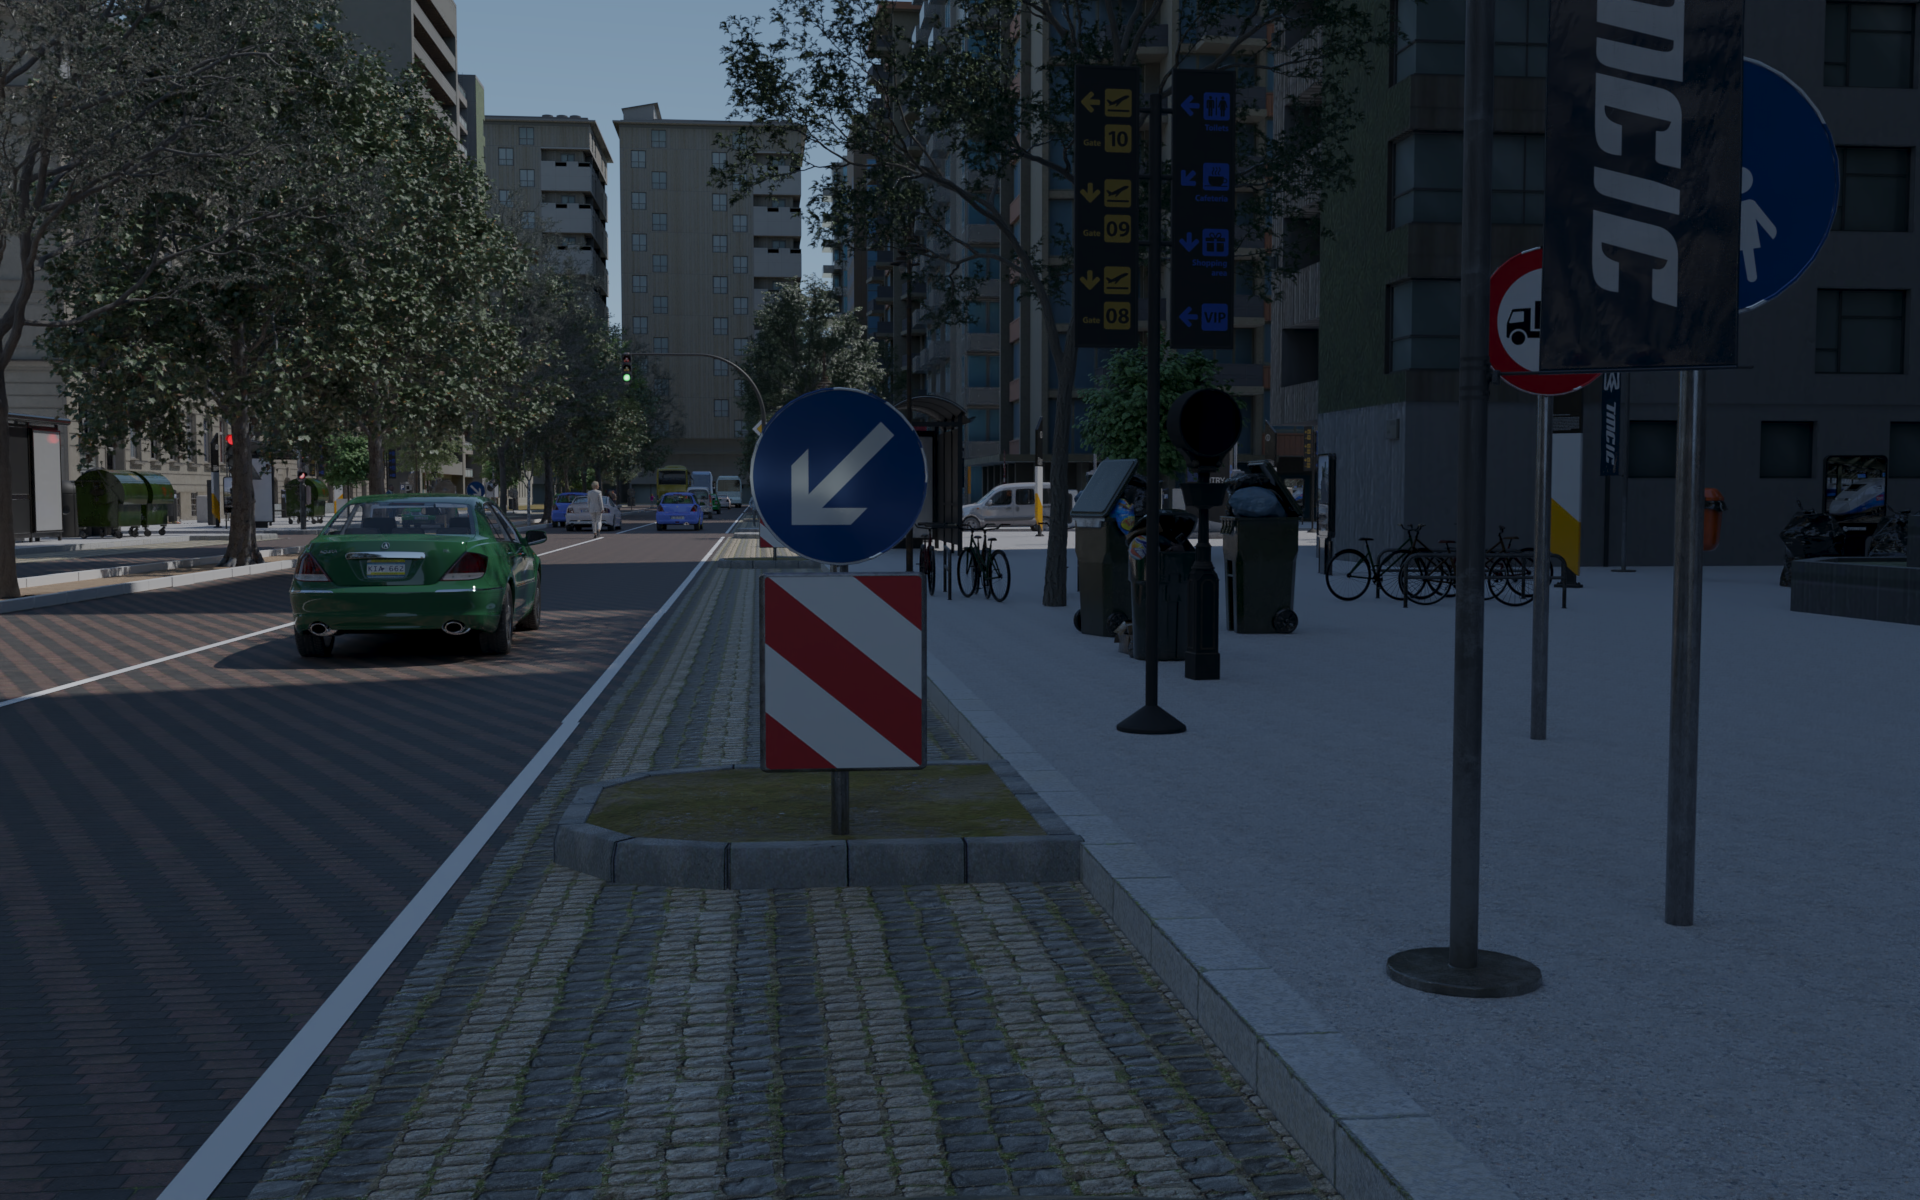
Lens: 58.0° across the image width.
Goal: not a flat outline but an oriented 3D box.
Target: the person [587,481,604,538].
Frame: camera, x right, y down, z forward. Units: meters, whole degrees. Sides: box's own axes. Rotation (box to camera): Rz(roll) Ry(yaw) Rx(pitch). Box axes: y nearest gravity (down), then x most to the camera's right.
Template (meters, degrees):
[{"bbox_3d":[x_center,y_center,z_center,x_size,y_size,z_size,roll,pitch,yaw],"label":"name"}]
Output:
[{"bbox_3d":[-11.795,-2.915,56.045,0.514,1.842,0.818,-1,4,-10],"label":"person"}]

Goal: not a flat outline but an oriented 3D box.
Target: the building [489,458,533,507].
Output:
[{"bbox_3d":[-63.279,-21.039,189.020,28.899,21.520,27.650,0,4,-7],"label":"building"}]

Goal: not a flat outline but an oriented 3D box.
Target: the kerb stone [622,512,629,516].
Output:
[{"bbox_3d":[-22.867,-5.883,118.383,0.120,0.150,1.000,0,4,-7],"label":"kerb stone"}]

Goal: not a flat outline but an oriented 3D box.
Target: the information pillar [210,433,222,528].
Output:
[{"bbox_3d":[-28.284,-4.553,65.804,0.183,3.616,0.504,0,4,4],"label":"information pillar"}]

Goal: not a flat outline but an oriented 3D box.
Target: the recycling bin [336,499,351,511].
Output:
[{"bbox_3d":[-32.172,-4.777,90.652,0.722,1.027,0.722,0,4,-2],"label":"recycling bin"}]

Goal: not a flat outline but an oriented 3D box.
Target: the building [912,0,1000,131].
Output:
[{"bbox_3d":[8.289,-30.959,125.787,23.786,49.044,30.456,0,4,-7],"label":"building"}]

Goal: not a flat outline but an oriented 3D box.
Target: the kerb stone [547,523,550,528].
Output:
[{"bbox_3d":[-17.663,-3.142,73.562,0.120,0.150,1.000,0,4,-7],"label":"kerb stone"}]

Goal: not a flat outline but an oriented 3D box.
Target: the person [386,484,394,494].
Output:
[{"bbox_3d":[-21.856,-3.536,66.502,0.419,1.800,0.721,0,4,1],"label":"person"}]

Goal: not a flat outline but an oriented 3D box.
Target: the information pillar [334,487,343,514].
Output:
[{"bbox_3d":[-33.110,-6.166,92.161,0.183,3.616,0.504,3,5,40],"label":"information pillar"}]

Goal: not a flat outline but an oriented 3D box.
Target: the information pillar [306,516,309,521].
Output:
[{"bbox_3d":[-30.902,-5.509,81.420,0.183,3.616,0.504,1,4,17],"label":"information pillar"}]

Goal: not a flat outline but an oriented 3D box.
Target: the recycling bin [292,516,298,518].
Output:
[{"bbox_3d":[-36.173,-4.990,94.147,0.722,1.027,0.722,3,4,36],"label":"recycling bin"}]

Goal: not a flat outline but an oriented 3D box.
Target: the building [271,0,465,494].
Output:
[{"bbox_3d":[-54.511,-31.877,144.898,21.300,48.544,21.600,0,4,-7],"label":"building"}]

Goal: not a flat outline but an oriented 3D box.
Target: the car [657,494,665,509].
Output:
[{"bbox_3d":[-21.423,-7.135,128.447,2.131,1.459,4.920,0,4,-5],"label":"car"}]

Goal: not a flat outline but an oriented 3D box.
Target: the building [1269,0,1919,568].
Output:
[{"bbox_3d":[13.910,-16.219,36.876,14.160,30.474,14.107,0,4,-7],"label":"building"}]

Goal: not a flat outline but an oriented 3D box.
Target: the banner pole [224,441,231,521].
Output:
[{"bbox_3d":[-34.773,-5.656,82.489,0.401,3.779,0.863,0,4,7],"label":"banner pole"}]

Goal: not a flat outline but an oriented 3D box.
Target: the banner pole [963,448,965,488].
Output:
[{"bbox_3d":[-0.048,-5.649,82.372,0.401,3.779,0.863,3,5,40],"label":"banner pole"}]

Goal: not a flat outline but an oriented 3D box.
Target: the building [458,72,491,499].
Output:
[{"bbox_3d":[-52.779,-29.337,163.250,14.154,41.232,14.086,0,4,-7],"label":"building"}]

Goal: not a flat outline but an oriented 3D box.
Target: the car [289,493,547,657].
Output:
[{"bbox_3d":[-5.138,-0.304,16.766,2.131,1.459,4.920,-1,4,-8],"label":"car"}]

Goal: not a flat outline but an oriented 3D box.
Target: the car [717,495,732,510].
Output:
[{"bbox_3d":[-22.347,-9.138,161.776,2.083,1.381,4.827,0,4,-6],"label":"car"}]

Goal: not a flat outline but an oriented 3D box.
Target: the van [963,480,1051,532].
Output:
[{"bbox_3d":[1.591,-3.370,62.108,4.112,2.044,2.013,0,4,-6],"label":"van"}]

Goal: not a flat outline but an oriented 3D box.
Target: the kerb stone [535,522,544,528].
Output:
[{"bbox_3d":[-17.423,-3.015,71.521,0.120,0.150,1.000,0,4,-7],"label":"kerb stone"}]

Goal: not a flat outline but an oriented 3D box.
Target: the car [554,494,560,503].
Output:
[{"bbox_3d":[-28.094,-6.990,123.089,1.959,1.807,4.718,0,4,-5],"label":"car"}]

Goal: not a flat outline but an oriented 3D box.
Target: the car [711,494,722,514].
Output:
[{"bbox_3d":[-18.023,-7.035,123.819,1.959,1.807,4.718,0,4,-6],"label":"car"}]

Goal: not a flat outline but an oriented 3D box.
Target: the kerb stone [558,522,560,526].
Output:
[{"bbox_3d":[-18.124,-3.390,77.629,0.120,0.150,1.000,0,4,-7],"label":"kerb stone"}]

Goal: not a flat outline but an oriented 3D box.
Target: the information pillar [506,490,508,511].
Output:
[{"bbox_3d":[-34.741,-7.819,132.336,0.304,2.012,0.304,-1,4,-19],"label":"information pillar"}]

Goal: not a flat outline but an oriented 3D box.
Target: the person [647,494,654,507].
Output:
[{"bbox_3d":[-31.427,-10.082,176.558,0.991,1.433,0.599,-2,4,-28],"label":"person"}]

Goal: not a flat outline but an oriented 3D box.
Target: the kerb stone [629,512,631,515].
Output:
[{"bbox_3d":[-22.983,-5.945,119.409,0.120,0.150,1.000,0,4,-7],"label":"kerb stone"}]

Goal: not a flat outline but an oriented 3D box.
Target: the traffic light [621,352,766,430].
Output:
[{"bbox_3d":[-8.472,-4.974,55.986,4.771,5.953,1.251,0,4,-7],"label":"traffic light"}]

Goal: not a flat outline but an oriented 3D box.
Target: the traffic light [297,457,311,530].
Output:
[{"bbox_3d":[-21.607,-5.382,62.666,4.771,5.953,1.251,0,4,-7],"label":"traffic light"}]

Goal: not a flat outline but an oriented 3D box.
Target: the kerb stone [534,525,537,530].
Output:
[{"bbox_3d":[-17.188,-2.892,69.483,0.120,0.150,1.000,0,4,-7],"label":"kerb stone"}]

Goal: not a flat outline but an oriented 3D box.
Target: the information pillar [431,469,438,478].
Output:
[{"bbox_3d":[-39.557,-8.511,130.503,0.504,3.616,0.183,-1,4,-21],"label":"information pillar"}]

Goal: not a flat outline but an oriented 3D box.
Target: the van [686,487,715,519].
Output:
[{"bbox_3d":[-15.346,-5.779,101.499,2.013,2.044,4.112,-1,4,-9],"label":"van"}]

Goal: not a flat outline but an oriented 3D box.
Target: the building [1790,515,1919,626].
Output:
[{"bbox_3d":[19.946,-28.466,7.418,21.231,58.520,28.212,0,4,-7],"label":"building"}]

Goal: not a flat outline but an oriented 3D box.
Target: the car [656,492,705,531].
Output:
[{"bbox_3d":[-11.122,-3.624,68.842,1.945,1.707,3.694,0,4,-6],"label":"car"}]

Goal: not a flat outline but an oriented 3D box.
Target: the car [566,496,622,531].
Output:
[{"bbox_3d":[-14.413,-3.417,68.229,2.083,1.381,4.827,0,4,-6],"label":"car"}]

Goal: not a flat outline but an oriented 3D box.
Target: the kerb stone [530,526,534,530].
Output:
[{"bbox_3d":[-17.068,-2.830,68.465,0.120,0.150,1.000,0,4,-7],"label":"kerb stone"}]

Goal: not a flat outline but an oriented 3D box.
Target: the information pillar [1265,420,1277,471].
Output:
[{"bbox_3d":[9.791,-3.872,54.668,0.183,3.616,0.504,-2,4,-31],"label":"information pillar"}]

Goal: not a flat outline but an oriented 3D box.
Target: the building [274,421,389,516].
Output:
[{"bbox_3d":[-47.393,-18.156,115.943,14.460,24.649,34.723,0,4,-7],"label":"building"}]

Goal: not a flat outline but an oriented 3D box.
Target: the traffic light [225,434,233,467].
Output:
[{"bbox_3d":[-22.754,-4.008,54.459,0.839,4.253,0.868,0,4,-7],"label":"traffic light"}]

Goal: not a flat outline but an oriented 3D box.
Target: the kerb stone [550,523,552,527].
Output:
[{"bbox_3d":[-17.769,-3.204,74.579,0.120,0.150,1.000,0,4,-7],"label":"kerb stone"}]

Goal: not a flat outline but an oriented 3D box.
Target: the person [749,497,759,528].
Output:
[{"bbox_3d":[-8.371,-3.711,70.993,0.589,1.601,0.330,0,4,8],"label":"person"}]

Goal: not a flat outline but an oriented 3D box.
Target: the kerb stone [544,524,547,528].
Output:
[{"bbox_3d":[-17.532,-3.079,72.542,0.120,0.150,1.000,0,4,-7],"label":"kerb stone"}]

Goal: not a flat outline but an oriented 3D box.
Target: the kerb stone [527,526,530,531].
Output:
[{"bbox_3d":[-16.953,-2.768,67.445,0.120,0.150,1.000,0,4,-7],"label":"kerb stone"}]

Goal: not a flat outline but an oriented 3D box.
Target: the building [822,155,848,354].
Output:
[{"bbox_3d":[-4.115,-38.155,243.445,30.456,49.044,23.786,0,4,-7],"label":"building"}]

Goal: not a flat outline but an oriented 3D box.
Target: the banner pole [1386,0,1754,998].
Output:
[{"bbox_3d":[1.546,-0.879,4.389,0.863,3.779,0.401,2,4,25],"label":"banner pole"}]

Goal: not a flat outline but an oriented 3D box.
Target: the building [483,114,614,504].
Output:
[{"bbox_3d":[-60.578,-39.779,239.622,27.495,52.752,28.713,0,4,-7],"label":"building"}]

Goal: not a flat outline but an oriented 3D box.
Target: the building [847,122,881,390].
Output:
[{"bbox_3d":[-5.783,-33.698,201.068,14.600,45.320,14.200,0,4,-7],"label":"building"}]

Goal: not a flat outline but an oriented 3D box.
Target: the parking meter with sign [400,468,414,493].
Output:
[{"bbox_3d":[-34.850,-6.887,108.868,0.543,3.016,1.738,1,4,22],"label":"parking meter with sign"}]

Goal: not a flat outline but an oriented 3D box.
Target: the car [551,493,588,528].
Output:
[{"bbox_3d":[-16.754,-4.033,75.532,1.945,1.707,3.694,0,4,-5],"label":"car"}]

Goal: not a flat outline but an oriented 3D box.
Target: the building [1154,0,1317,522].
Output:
[{"bbox_3d":[14.818,-26.389,86.079,28.867,44.769,22.147,0,4,-7],"label":"building"}]

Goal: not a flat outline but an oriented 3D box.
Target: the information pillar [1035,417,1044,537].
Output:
[{"bbox_3d":[2.380,-3.720,52.177,0.183,3.616,0.504,1,4,21],"label":"information pillar"}]

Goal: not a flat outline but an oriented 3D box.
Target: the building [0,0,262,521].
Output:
[{"bbox_3d":[-44.782,-15.248,82.581,16.112,22.955,30.059,0,4,-7],"label":"building"}]

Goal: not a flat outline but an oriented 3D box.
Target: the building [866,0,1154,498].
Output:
[{"bbox_3d":[2.985,-30.648,155.726,22.147,44.769,28.867,0,4,-7],"label":"building"}]

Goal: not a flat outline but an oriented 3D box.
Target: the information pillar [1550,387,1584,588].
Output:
[{"bbox_3d":[8.283,-1.978,23.702,0.504,3.616,0.183,3,4,37],"label":"information pillar"}]

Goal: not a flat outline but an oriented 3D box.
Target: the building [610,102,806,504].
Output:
[{"bbox_3d":[-33.237,-39.957,242.528,27.495,52.752,28.713,0,4,-7],"label":"building"}]

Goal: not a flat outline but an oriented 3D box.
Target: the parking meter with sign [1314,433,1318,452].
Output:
[{"bbox_3d":[10.834,-3.223,48.965,0.543,3.016,1.738,-2,4,-34],"label":"parking meter with sign"}]

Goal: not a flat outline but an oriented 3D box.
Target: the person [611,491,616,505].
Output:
[{"bbox_3d":[-33.613,-9.674,167.207,0.750,1.759,0.617,-2,4,-31],"label":"person"}]

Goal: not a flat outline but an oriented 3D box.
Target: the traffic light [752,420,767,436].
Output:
[{"bbox_3d":[-7.325,-4.610,64.299,0.839,4.253,0.868,0,4,-7],"label":"traffic light"}]

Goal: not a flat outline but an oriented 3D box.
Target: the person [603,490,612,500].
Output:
[{"bbox_3d":[-30.191,-8.513,147.817,0.705,1.807,1.348,3,5,40],"label":"person"}]

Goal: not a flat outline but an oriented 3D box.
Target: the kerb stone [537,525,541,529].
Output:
[{"bbox_3d":[-17.296,-2.950,70.500,0.120,0.150,1.000,0,4,-7],"label":"kerb stone"}]
